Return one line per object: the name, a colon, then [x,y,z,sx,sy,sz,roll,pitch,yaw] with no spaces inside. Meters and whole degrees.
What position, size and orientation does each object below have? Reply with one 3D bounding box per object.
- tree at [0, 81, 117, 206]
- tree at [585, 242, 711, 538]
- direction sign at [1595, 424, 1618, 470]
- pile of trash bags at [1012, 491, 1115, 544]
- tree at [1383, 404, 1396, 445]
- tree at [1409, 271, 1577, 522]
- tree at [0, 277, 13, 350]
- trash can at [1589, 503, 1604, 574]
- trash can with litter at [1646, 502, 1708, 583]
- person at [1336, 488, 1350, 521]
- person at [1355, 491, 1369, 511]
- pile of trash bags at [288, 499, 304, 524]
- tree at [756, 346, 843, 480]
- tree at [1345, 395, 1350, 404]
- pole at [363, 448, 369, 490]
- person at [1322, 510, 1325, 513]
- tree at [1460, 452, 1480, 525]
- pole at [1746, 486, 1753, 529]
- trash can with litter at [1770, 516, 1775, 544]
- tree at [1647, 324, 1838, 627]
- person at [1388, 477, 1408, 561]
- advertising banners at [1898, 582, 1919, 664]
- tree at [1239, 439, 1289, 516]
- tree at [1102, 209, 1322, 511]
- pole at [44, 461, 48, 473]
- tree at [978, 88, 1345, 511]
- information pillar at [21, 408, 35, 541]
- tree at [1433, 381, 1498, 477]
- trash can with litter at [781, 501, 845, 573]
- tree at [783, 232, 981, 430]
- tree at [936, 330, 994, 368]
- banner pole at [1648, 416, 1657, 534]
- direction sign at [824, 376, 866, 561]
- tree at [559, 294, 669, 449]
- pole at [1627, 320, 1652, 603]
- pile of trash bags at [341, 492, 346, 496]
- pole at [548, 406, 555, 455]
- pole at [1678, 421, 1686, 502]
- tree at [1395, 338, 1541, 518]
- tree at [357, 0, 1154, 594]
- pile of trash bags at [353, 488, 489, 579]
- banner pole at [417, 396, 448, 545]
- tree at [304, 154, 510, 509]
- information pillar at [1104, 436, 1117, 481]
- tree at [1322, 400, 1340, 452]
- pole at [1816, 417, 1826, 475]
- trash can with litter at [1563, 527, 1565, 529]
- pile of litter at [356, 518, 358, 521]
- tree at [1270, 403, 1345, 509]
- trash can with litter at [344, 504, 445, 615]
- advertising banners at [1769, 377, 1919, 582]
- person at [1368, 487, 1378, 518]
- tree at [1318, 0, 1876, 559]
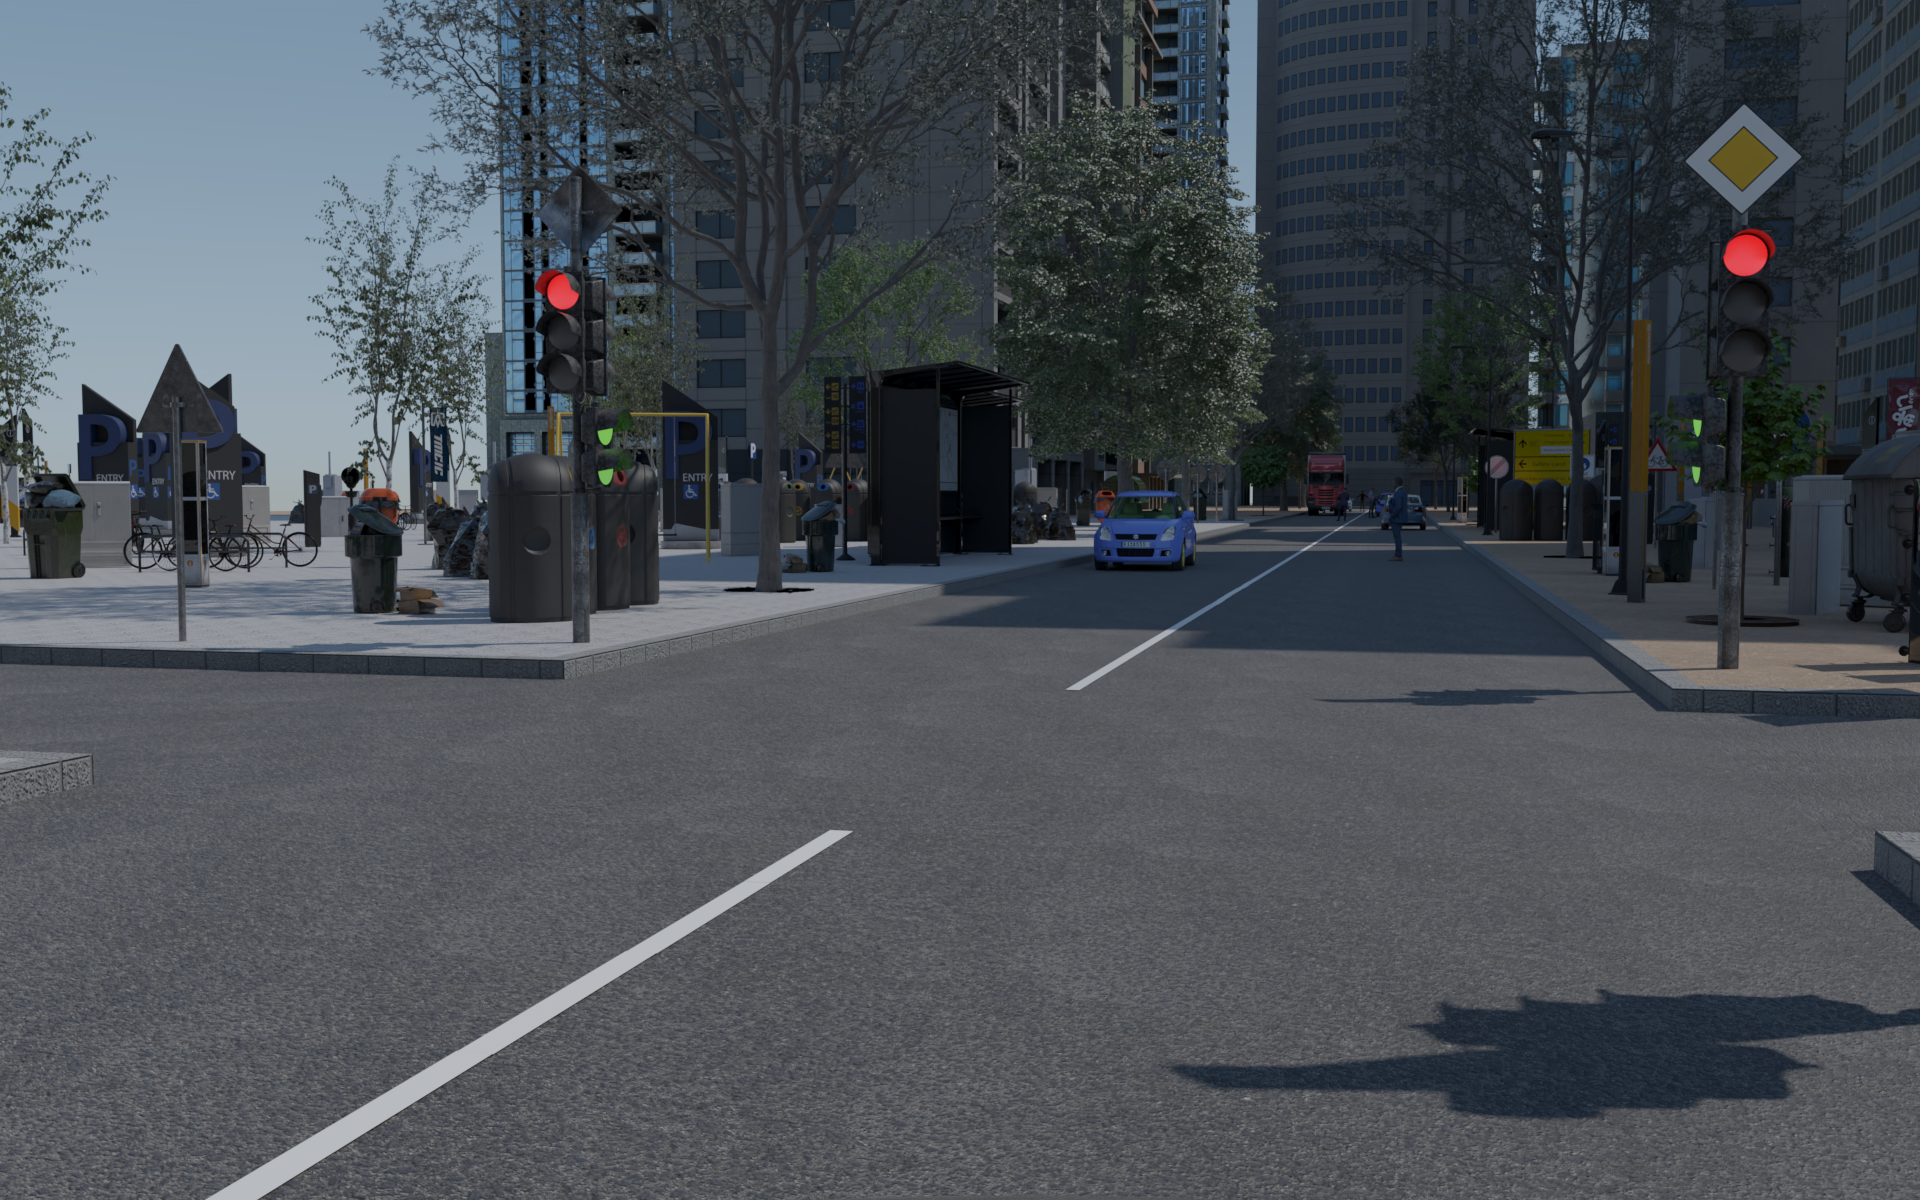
tree: [-13.896,-4.447,23.069,4.360,8.622,3.978,0,3,0]
tree: [-8.996,-6.096,50.032,4.360,8.622,3.978,0,3,0]
direction sign: [20.878,-3.914,55.985,0.379,3.537,0.876,-2,4,-29]
pile of trash bags: [2.698,-2.363,48.385,3.447,1.369,1.912,-1,4,-13]
tree: [34.817,-11.572,123.611,8.767,10.594,7.601,-1,4,-11]
tree: [24.506,-9.428,79.900,9.928,11.665,9.643,0,3,0]
tree: [-22.716,-5.318,37.313,4.737,8.622,4.395,0,3,0]
trash can: [10.473,-0.987,27.786,0.748,1.137,0.748,0,3,0]
trash can with litter: [10.257,-0.839,25.108,1.055,1.170,0.624,-2,4,-30]
person: [20.212,-5.048,91.478,0.683,1.767,0.568,0,4,2]
person: [33.335,-8.199,143.374,1.217,1.723,0.721,1,4,21]
pile of trash bags: [-27.864,-4.068,76.260,1.912,1.369,3.447,1,4,16]
tree: [-8.120,-8.349,86.875,4.360,8.622,3.978,0,3,0]
tree: [24.894,-13.835,132.853,9.857,13.997,8.962,0,3,0]
pole: [-26.461,-5.097,77.185,0.158,3.312,0.155,0,3,0]
person: [27.293,-7.432,130.021,0.705,1.824,1.348,1,4,22]
tree: [21.397,-4.719,71.753,1.663,3.219,1.824,0,3,0]
pole: [29.093,-4.276,63.751,0.158,3.312,0.155,0,3,0]
trash can with litter: [13.249,-0.958,27.054,1.055,1.170,0.624,1,4,17]
tree: [7.625,-1.375,17.089,1.663,3.219,1.824,0,3,0]
person: [9.380,-1.737,37.082,0.419,1.800,0.721,1,4,19]
advertising banners: [7.293,-0.978,12.170,0.090,3.025,2.074,0,4,-3]
tree: [17.832,-7.205,101.516,4.285,4.588,4.351,0,3,0]
tree: [8.912,-9.253,69.420,7.486,12.596,7.792,0,3,0]
pole: [-55.821,-6.851,105.864,0.158,3.312,0.155,0,3,0]
tree: [5.052,-8.977,53.427,9.857,13.997,8.962,0,3,0]
information pillar: [-25.530,-3.433,47.486,0.183,3.616,0.504,0,4,-6]
tree: [31.249,-9.537,106.299,4.360,8.622,3.978,0,3,0]
trash can with litter: [-2.448,-1.038,28.357,1.055,1.170,0.624,-3,5,-42]
tree: [-3.101,-8.659,67.329,9.928,11.665,9.643,0,3,0]
tree: [-0.279,-7.777,77.522,4.737,8.622,4.395,0,3,0]
banner pole: [21.979,-3.980,55.097,0.401,3.779,0.863,3,5,44]
direction sign: [-2.211,-2.533,33.412,0.876,3.537,0.379,1,4,21]
tree: [-12.571,-6.899,63.155,4.737,8.622,4.395,0,3,0]
pole: [8.003,-1.624,20.400,0.158,3.312,0.155,0,3,0]
pile of trash bags: [-8.823,-1.248,30.159,3.447,1.369,1.912,1,4,8]
pole: [-9.514,-2.846,40.378,0.158,3.312,0.155,0,3,0]
pole: [20.297,-3.357,48.731,0.158,3.312,0.155,0,3,0]
tree: [27.829,-9.746,93.751,7.601,10.594,8.767,1,4,16]
tree: [-2.402,-6.856,22.463,12.009,13.543,11.850,0,3,0]
pile of trash bags: [-7.435,-1.028,26.563,3.447,1.369,1.912,-2,4,-25]
banner pole: [-13.331,-3.290,43.805,0.863,3.779,0.401,-3,5,-40]
tree: [-12.638,-5.398,38.615,4.360,8.622,3.978,0,3,0]
information pillar: [5.473,-4.380,62.964,0.504,3.616,0.183,-1,4,-13]
tree: [32.143,-14.949,162.537,7.486,12.596,7.792,0,3,0]
pole: [22.711,-3.173,45.722,0.158,3.312,0.155,0,3,0]
trash can with litter: [21.598,-2.999,60.422,1.055,1.170,0.624,-2,4,-29]
pile of litter: [-19.468,-2.578,56.111,1.176,0.858,1.719,1,4,16]
tree: [29.841,-13.241,150.899,8.767,10.594,7.601,3,4,39]
trash can with litter: [-6.089,-0.447,18.702,1.055,1.170,0.624,1,4,14]
advertising banners: [13.462,-1.842,26.298,2.074,3.025,0.090,1,4,20]
person: [24.611,-5.785,102.959,0.599,1.838,0.709,3,4,37]
tree: [12.258,-7.567,34.086,12.009,13.543,11.850,0,3,0]
